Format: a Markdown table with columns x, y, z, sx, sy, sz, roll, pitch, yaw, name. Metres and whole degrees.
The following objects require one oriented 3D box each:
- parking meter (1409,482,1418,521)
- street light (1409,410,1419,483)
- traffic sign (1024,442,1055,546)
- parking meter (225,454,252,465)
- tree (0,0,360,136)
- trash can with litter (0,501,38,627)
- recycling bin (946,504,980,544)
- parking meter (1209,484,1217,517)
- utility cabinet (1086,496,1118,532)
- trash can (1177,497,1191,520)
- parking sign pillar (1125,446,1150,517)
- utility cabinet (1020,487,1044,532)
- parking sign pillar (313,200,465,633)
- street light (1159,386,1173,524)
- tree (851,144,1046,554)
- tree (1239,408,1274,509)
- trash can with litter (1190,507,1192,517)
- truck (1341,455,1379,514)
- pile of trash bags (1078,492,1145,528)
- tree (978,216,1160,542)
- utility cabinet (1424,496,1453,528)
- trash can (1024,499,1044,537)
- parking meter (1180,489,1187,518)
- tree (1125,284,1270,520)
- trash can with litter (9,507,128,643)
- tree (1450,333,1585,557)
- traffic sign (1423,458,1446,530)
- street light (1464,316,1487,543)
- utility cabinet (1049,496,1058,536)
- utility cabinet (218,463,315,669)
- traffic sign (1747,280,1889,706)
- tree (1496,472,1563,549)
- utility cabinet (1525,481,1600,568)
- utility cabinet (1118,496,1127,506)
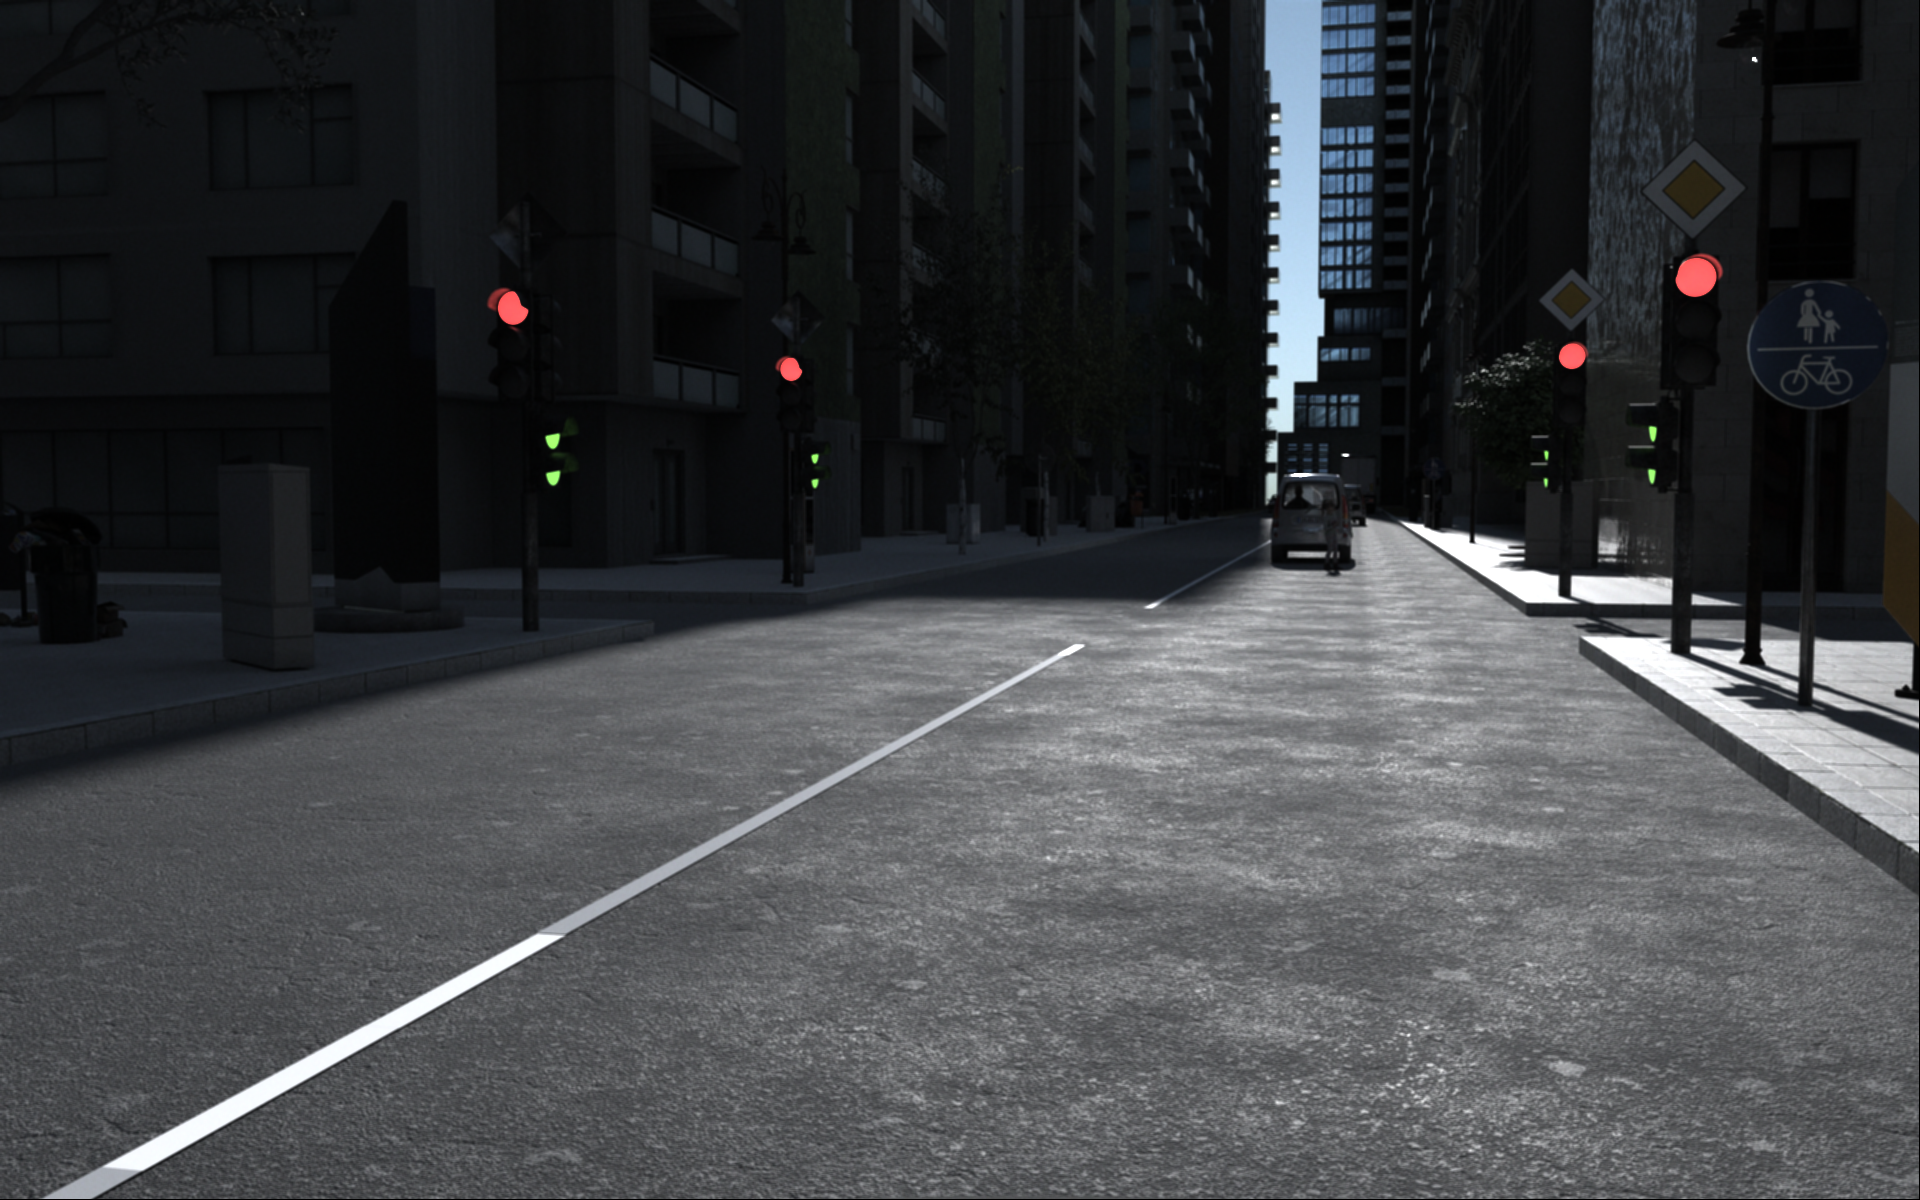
| x | y | z | sx | sy | sz | roll | pitch | yaw | name |
| --- | --- | --- | --- | --- | --- | --- | --- | --- | --- |
| 21.277 | -4.623 | 81.303 | 0.399 | 1.863 | 0.255 | 2 | 4 | 26 | parking meter |
| 24.624 | -7.420 | 94.103 | 0.468 | 5.910 | 1.993 | 1 | 4 | 13 | street light |
| 1.949 | -2.605 | 42.696 | 0.768 | 2.556 | 0.104 | 1 | 4 | 15 | traffic sign |
| -10.598 | -1.207 | 25.450 | 0.399 | 1.863 | 0.255 | -2 | 4 | -25 | parking meter |
| -6.135 | -6.058 | 9.427 | 12.009 | 13.543 | 11.850 | 0 | 3 | 0 | tree |
| -9.772 | -0.369 | 17.095 | 2.233 | 1.210 | 1.678 | 0 | 4 | 7 | trash can with litter |
| 0.085 | -1.963 | 44.642 | 0.722 | 1.027 | 0.722 | 1 | 4 | 17 | recycling bin |
| 13.945 | -5.495 | 95.553 | 0.255 | 1.863 | 0.399 | -2 | 4 | -33 | parking meter |
| 4.751 | -2.896 | 58.513 | 1.020 | 1.237 | 0.306 | -2 | 4 | -31 | utility cabinet |
| 10.895 | -4.444 | 84.319 | 0.748 | 1.137 | 0.748 | 0 | 3 | 0 | trash can |
| 9.885 | -6.611 | 96.570 | 1.447 | 3.967 | 1.447 | -1 | 4 | -15 | parking sign pillar |
| 2.395 | -2.999 | 57.705 | 0.318 | 1.500 | 1.173 | -2 | 4 | -25 | utility cabinet |
| -5.515 | -1.718 | 16.557 | 1.447 | 3.967 | 1.447 | 3 | 5 | 43 | parking sign pillar |
| 8.836 | -6.202 | 74.191 | 0.468 | 5.910 | 1.993 | 1 | 4 | 13 | street light |
| -0.040 | -5.262 | 36.391 | 4.360 | 8.622 | 3.978 | 0 | 3 | 0 | tree |
| 24.585 | -11.934 | 145.482 | 4.360 | 8.622 | 3.978 | 0 | 3 | 0 | tree |
| 12.890 | -5.235 | 96.973 | 0.624 | 1.170 | 1.055 | -1 | 4 | -17 | trash can with litter |
| 29.825 | -8.591 | 129.374 | 2.839 | 4.237 | 11.283 | 1 | 4 | 14 | truck |
| 5.986 | -3.444 | 66.066 | 1.912 | 1.369 | 3.447 | -2 | 4 | -27 | pile of trash bags |
| 2.536 | -5.869 | 46.322 | 4.737 | 8.622 | 4.395 | 0 | 3 | 0 | tree |
| 18.366 | -3.384 | 66.484 | 1.020 | 1.237 | 0.306 | 0 | 4 | -2 | utility cabinet |
| 2.308 | -2.496 | 52.469 | 0.748 | 1.137 | 0.748 | 0 | 3 | 0 | trash can |
| 11.667 | -5.016 | 90.423 | 0.372 | 1.533 | 0.369 | 0 | 3 | 0 | parking meter |
| 11.854 | -9.891 | 87.471 | 9.928 | 11.665 | 9.643 | 0 | 3 | 0 | tree |
| -7.787 | -0.233 | 15.203 | 0.624 | 1.170 | 1.055 | 0 | 4 | -4 | trash can with litter |
| 11.789 | -3.174 | 35.606 | 4.285 | 4.588 | 4.351 | 0 | 3 | 0 | tree |
| 16.754 | -3.737 | 61.200 | 0.768 | 2.556 | 0.104 | 1 | 4 | 19 | traffic sign |
| 13.405 | -4.426 | 45.158 | 0.468 | 5.910 | 1.993 | 1 | 4 | 13 | street light |
| 2.875 | -2.604 | 53.730 | 0.306 | 1.237 | 1.020 | 0 | 4 | 1 | utility cabinet |
| -5.194 | -0.263 | 12.971 | 0.318 | 1.500 | 1.173 | -3 | 5 | -40 | utility cabinet |
| 5.125 | -0.631 | 10.425 | 0.768 | 2.556 | 0.104 | 1 | 4 | 18 | traffic sign |
| 13.528 | -2.815 | 40.621 | 1.663 | 3.219 | 1.824 | 0 | 3 | 0 | tree |
| 10.383 | -1.296 | 29.871 | 1.173 | 1.500 | 0.318 | 3 | 5 | 40 | utility cabinet |
| 6.600 | -3.684 | 71.389 | 0.306 | 1.237 | 1.020 | -1 | 4 | -10 | utility cabinet |
